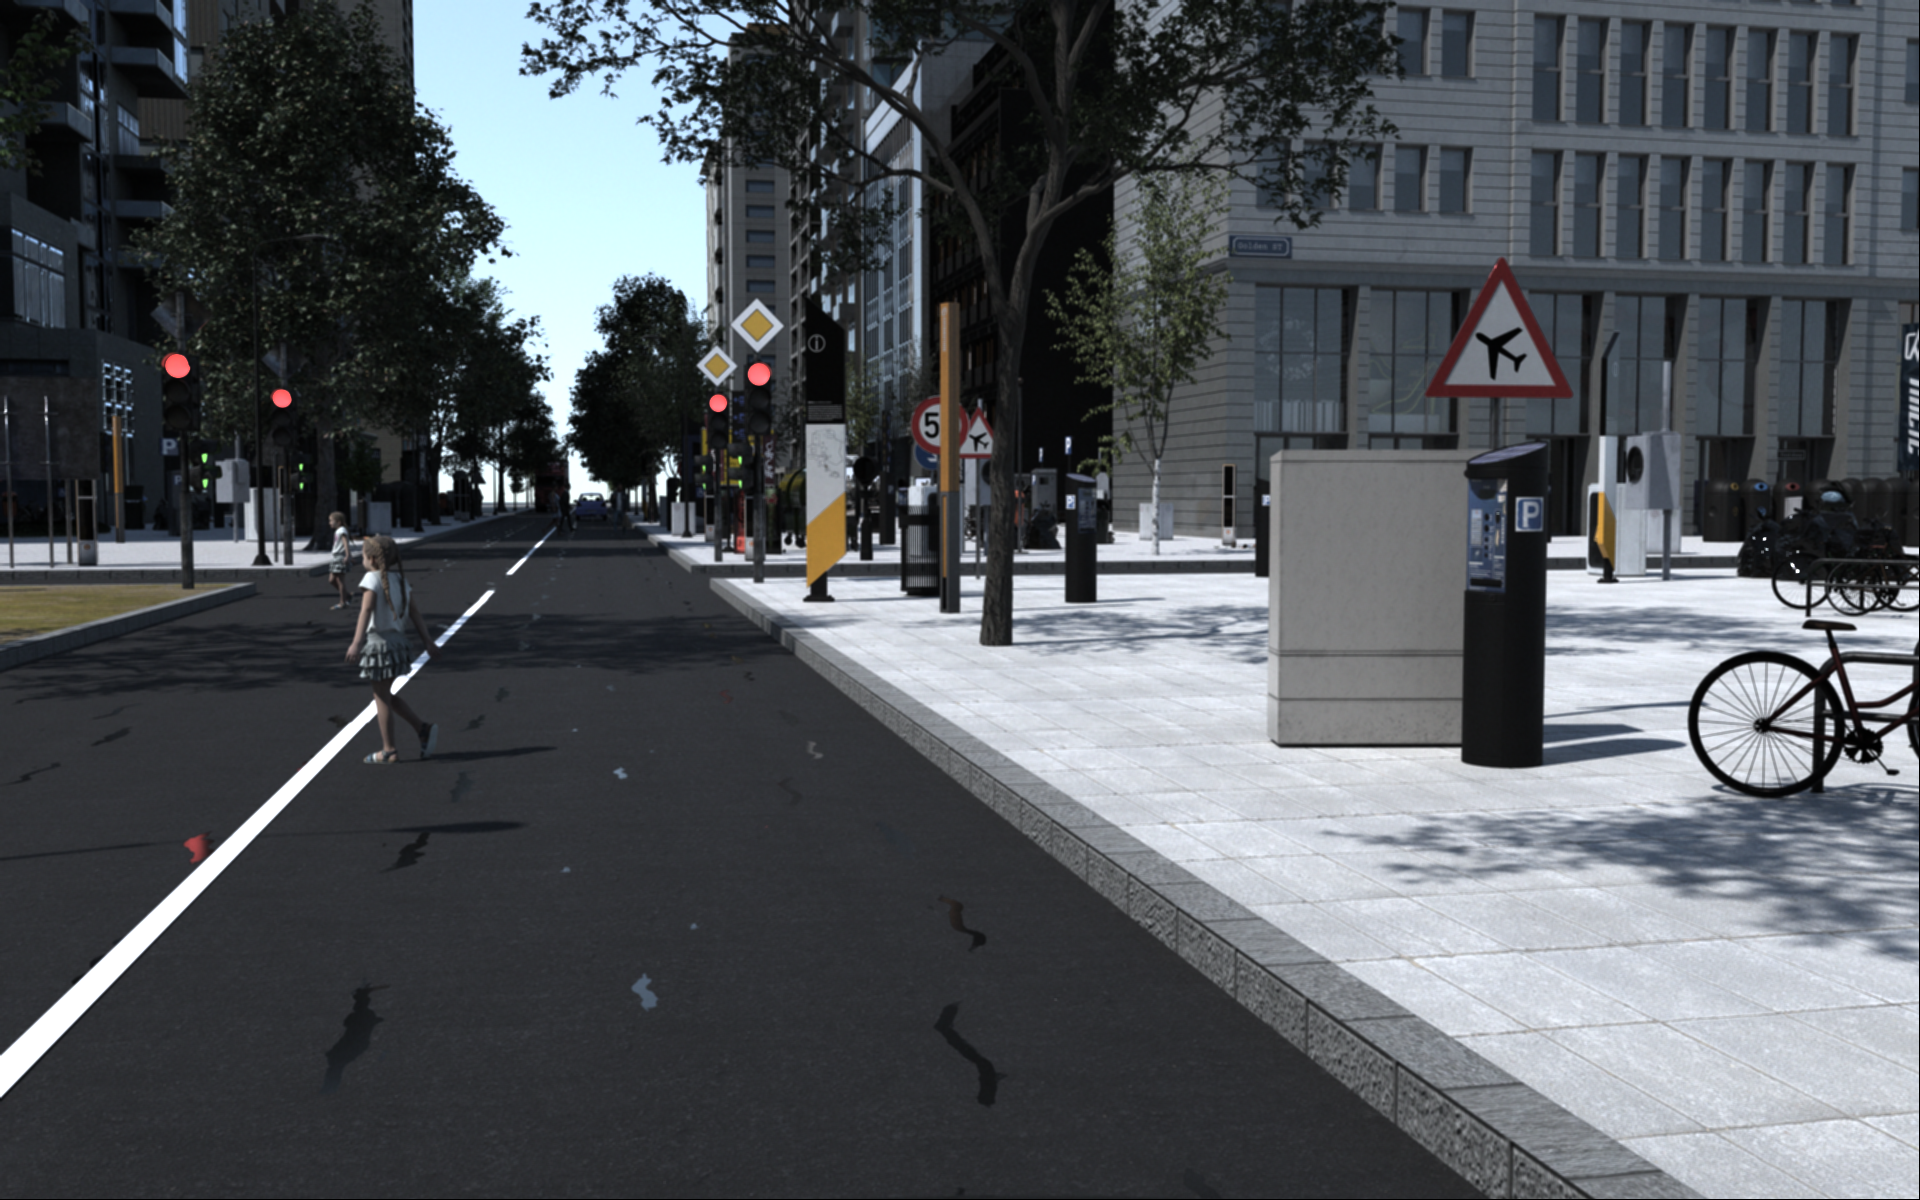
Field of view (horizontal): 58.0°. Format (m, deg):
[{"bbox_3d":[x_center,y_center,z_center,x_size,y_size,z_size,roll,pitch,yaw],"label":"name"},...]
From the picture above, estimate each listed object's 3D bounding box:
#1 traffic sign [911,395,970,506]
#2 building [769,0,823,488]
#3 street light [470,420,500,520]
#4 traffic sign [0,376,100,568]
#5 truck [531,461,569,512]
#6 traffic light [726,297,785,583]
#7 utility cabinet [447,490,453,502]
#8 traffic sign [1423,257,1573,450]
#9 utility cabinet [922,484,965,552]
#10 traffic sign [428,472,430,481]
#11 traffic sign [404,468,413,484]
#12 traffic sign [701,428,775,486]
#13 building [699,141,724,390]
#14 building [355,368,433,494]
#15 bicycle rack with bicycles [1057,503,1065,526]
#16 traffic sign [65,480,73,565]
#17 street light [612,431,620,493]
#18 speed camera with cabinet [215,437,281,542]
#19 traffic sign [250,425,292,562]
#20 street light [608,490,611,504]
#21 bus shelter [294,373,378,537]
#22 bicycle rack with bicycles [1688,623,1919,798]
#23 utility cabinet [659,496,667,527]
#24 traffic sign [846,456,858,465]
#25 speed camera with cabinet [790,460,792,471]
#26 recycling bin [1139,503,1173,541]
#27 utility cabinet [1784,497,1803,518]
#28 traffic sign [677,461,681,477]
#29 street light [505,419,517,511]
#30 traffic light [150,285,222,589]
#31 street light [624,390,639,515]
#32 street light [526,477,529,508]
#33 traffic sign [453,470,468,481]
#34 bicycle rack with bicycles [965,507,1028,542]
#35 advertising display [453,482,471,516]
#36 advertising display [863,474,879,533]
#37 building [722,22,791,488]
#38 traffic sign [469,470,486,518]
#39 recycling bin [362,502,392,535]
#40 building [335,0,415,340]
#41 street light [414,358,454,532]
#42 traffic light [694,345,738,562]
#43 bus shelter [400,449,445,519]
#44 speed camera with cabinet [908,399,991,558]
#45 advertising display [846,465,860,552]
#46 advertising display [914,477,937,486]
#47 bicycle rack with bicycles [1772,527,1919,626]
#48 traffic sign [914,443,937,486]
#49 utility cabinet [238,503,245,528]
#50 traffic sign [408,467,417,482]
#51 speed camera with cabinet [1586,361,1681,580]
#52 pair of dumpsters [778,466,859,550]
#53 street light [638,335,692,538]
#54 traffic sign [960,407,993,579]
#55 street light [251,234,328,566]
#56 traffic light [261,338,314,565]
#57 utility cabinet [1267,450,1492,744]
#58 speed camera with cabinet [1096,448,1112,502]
[{"bbox_3d":[-0.260,-1.368,22.470,0.768,2.556,0.104,0,4,-5],"label":"traffic sign"},{"bbox_3d":[-6.609,-44.114,159.522,20.563,71.187,20.611,-1,4,-12],"label":"building"},{"bbox_3d":[-23.472,-6.887,85.139,1.470,5.913,1.316,-1,4,-12],"label":"street light"},{"bbox_3d":[-16.103,-2.207,29.956,2.265,3.308,0.079,-1,4,-10],"label":"traffic sign"},{"bbox_3d":[-33.071,-9.261,140.336,2.839,4.237,11.283,-1,4,-11],"label":"truck"},{"bbox_3d":[-2.928,-2.201,24.913,0.839,4.253,0.868,-1,4,-12],"label":"traffic light"},{"bbox_3d":[-30.286,-5.820,103.831,1.173,1.500,0.318,2,4,35],"label":"utility cabinet"},{"bbox_3d":[2.970,-0.589,9.627,0.884,2.594,0.081,-1,4,-11],"label":"traffic sign"},{"bbox_3d":[-0.377,-1.782,37.820,0.318,1.500,1.173,-3,4,-38],"label":"utility cabinet"},{"bbox_3d":[-24.819,-4.830,81.101,0.606,2.300,0.079,-1,4,-9],"label":"traffic sign"},{"bbox_3d":[-26.740,-5.167,84.584,0.768,2.556,0.104,0,4,-5],"label":"traffic sign"},{"bbox_3d":[-6.818,-3.632,53.256,2.265,3.308,0.079,0,4,-7],"label":"traffic sign"},{"bbox_3d":[-22.757,-40.670,254.189,28.713,52.752,27.495,-1,4,-12],"label":"building"},{"bbox_3d":[-79.148,-22.222,208.373,27.650,21.520,28.899,-1,4,-12],"label":"building"},{"bbox_3d":[3.830,-3.406,69.077,2.925,0.926,2.852,-1,4,-18],"label":"bicycle rack with bicycles"},{"bbox_3d":[-16.184,-1.915,31.420,0.768,2.556,0.104,0,4,-5],"label":"traffic sign"},{"bbox_3d":[-20.232,-8.114,105.208,1.470,5.913,1.316,-1,4,-12],"label":"street light"},{"bbox_3d":[-19.125,-3.201,46.666,0.660,3.252,2.038,1,4,17],"label":"speed camera with cabinet"},{"bbox_3d":[-12.853,-1.987,32.489,0.884,2.594,0.081,0,4,-4],"label":"traffic sign"},{"bbox_3d":[-24.742,-9.403,126.276,1.470,5.913,1.316,-1,4,-12],"label":"street light"},{"bbox_3d":[-20.619,-4.817,56.396,2.179,5.291,8.768,-1,4,-12],"label":"bus shelter"},{"bbox_3d":[4.961,0.372,7.305,2.925,0.926,2.852,3,5,42],"label":"bicycle rack with bicycles"},{"bbox_3d":[-11.618,-3.471,67.916,0.306,1.237,1.020,-1,4,-12],"label":"utility cabinet"},{"bbox_3d":[-2.983,-2.662,45.650,0.606,2.300,0.079,0,4,-3],"label":"traffic sign"},{"bbox_3d":[-9.236,-6.434,99.525,0.660,3.252,2.038,-2,4,-31],"label":"speed camera with cabinet"},{"bbox_3d":[5.463,-2.179,48.185,0.722,1.027,0.722,-1,4,-21],"label":"recycling bin"},{"bbox_3d":[18.614,-1.686,38.730,0.306,1.237,1.020,1,4,22],"label":"utility cabinet"},{"bbox_3d":[-9.681,-3.771,61.770,0.768,2.556,0.104,0,4,-5],"label":"traffic sign"},{"bbox_3d":[-28.075,-8.194,106.507,1.470,5.913,1.316,-1,4,-12],"label":"street light"},{"bbox_3d":[-10.418,-2.103,23.301,0.839,4.253,0.868,-1,4,-12],"label":"traffic light"},{"bbox_3d":[-14.347,-6.442,77.875,1.470,5.913,1.316,-1,4,-12],"label":"street light"},{"bbox_3d":[-33.834,-9.855,133.664,1.470,5.913,1.316,-1,4,-12],"label":"street light"},{"bbox_3d":[-26.268,-5.561,91.026,0.768,2.556,0.104,0,4,-8],"label":"traffic sign"},{"bbox_3d":[0.170,-2.080,47.395,2.925,0.926,2.852,1,4,23],"label":"bicycle rack with bicycles"},{"bbox_3d":[-26.461,-5.318,92.162,0.974,1.923,0.123,-2,4,-32],"label":"advertising display"},{"bbox_3d":[-2.757,-3.152,56.751,0.974,1.923,0.123,3,4,36],"label":"advertising display"},{"bbox_3d":[-20.292,-41.812,225.624,21.231,58.520,28.212,-1,4,-12],"label":"building"},{"bbox_3d":[-25.496,-5.602,91.602,0.884,2.594,0.081,-1,4,-11],"label":"traffic sign"},{"bbox_3d":[-18.297,-2.551,54.266,0.722,1.027,0.722,-3,5,-43],"label":"recycling bin"},{"bbox_3d":[-81.367,-48.526,231.649,20.563,71.187,20.611,-1,4,-12],"label":"building"},{"bbox_3d":[-17.729,-5.252,58.419,1.470,5.913,1.316,-1,4,-12],"label":"street light"},{"bbox_3d":[-4.598,-2.679,32.722,0.839,4.253,0.868,-1,4,-12],"label":"traffic light"},{"bbox_3d":[-27.985,-6.063,90.418,1.731,3.624,6.357,-1,4,-12],"label":"bus shelter"},{"bbox_3d":[-0.055,-2.519,35.521,2.038,3.252,0.660,-2,4,-33],"label":"speed camera with cabinet"},{"bbox_3d":[-2.658,-2.044,38.634,0.974,1.923,0.123,2,4,35],"label":"advertising display"},{"bbox_3d":[-1.288,-3.639,64.710,0.974,1.923,0.123,3,4,36],"label":"advertising display"},{"bbox_3d":[10.079,-0.301,18.297,2.925,0.926,2.852,3,5,45],"label":"bicycle rack with bicycles"},{"bbox_3d":[-0.584,-2.225,36.491,0.768,2.556,0.104,0,4,-7],"label":"traffic sign"},{"bbox_3d":[-26.534,-3.447,65.032,1.173,1.500,0.318,1,4,14],"label":"utility cabinet"},{"bbox_3d":[-24.723,-4.834,79.043,0.884,2.594,0.081,0,4,-7],"label":"traffic sign"},{"bbox_3d":[10.320,-1.972,26.581,0.660,3.252,2.038,0,4,-3],"label":"speed camera with cabinet"},{"bbox_3d":[-3.362,-2.387,41.525,1.574,2.255,4.437,-1,4,-12],"label":"pair of dumpsters"},{"bbox_3d":[-8.588,-4.789,50.848,1.470,5.913,1.316,-1,4,-12],"label":"street light"},{"bbox_3d":[0.271,-1.589,25.980,0.884,2.594,0.081,-1,4,-10],"label":"traffic sign"},{"bbox_3d":[-11.999,-3.577,31.020,1.470,5.913,1.316,-1,4,-12],"label":"street light"},{"bbox_3d":[-12.087,-2.580,31.111,0.839,4.253,0.868,-1,4,-12],"label":"traffic light"},{"bbox_3d":[2.188,-0.011,8.854,1.173,1.500,0.318,0,4,-1],"label":"utility cabinet"},{"bbox_3d":[5.954,-4.804,72.880,0.660,3.252,2.038,1,4,14],"label":"speed camera with cabinet"}]
